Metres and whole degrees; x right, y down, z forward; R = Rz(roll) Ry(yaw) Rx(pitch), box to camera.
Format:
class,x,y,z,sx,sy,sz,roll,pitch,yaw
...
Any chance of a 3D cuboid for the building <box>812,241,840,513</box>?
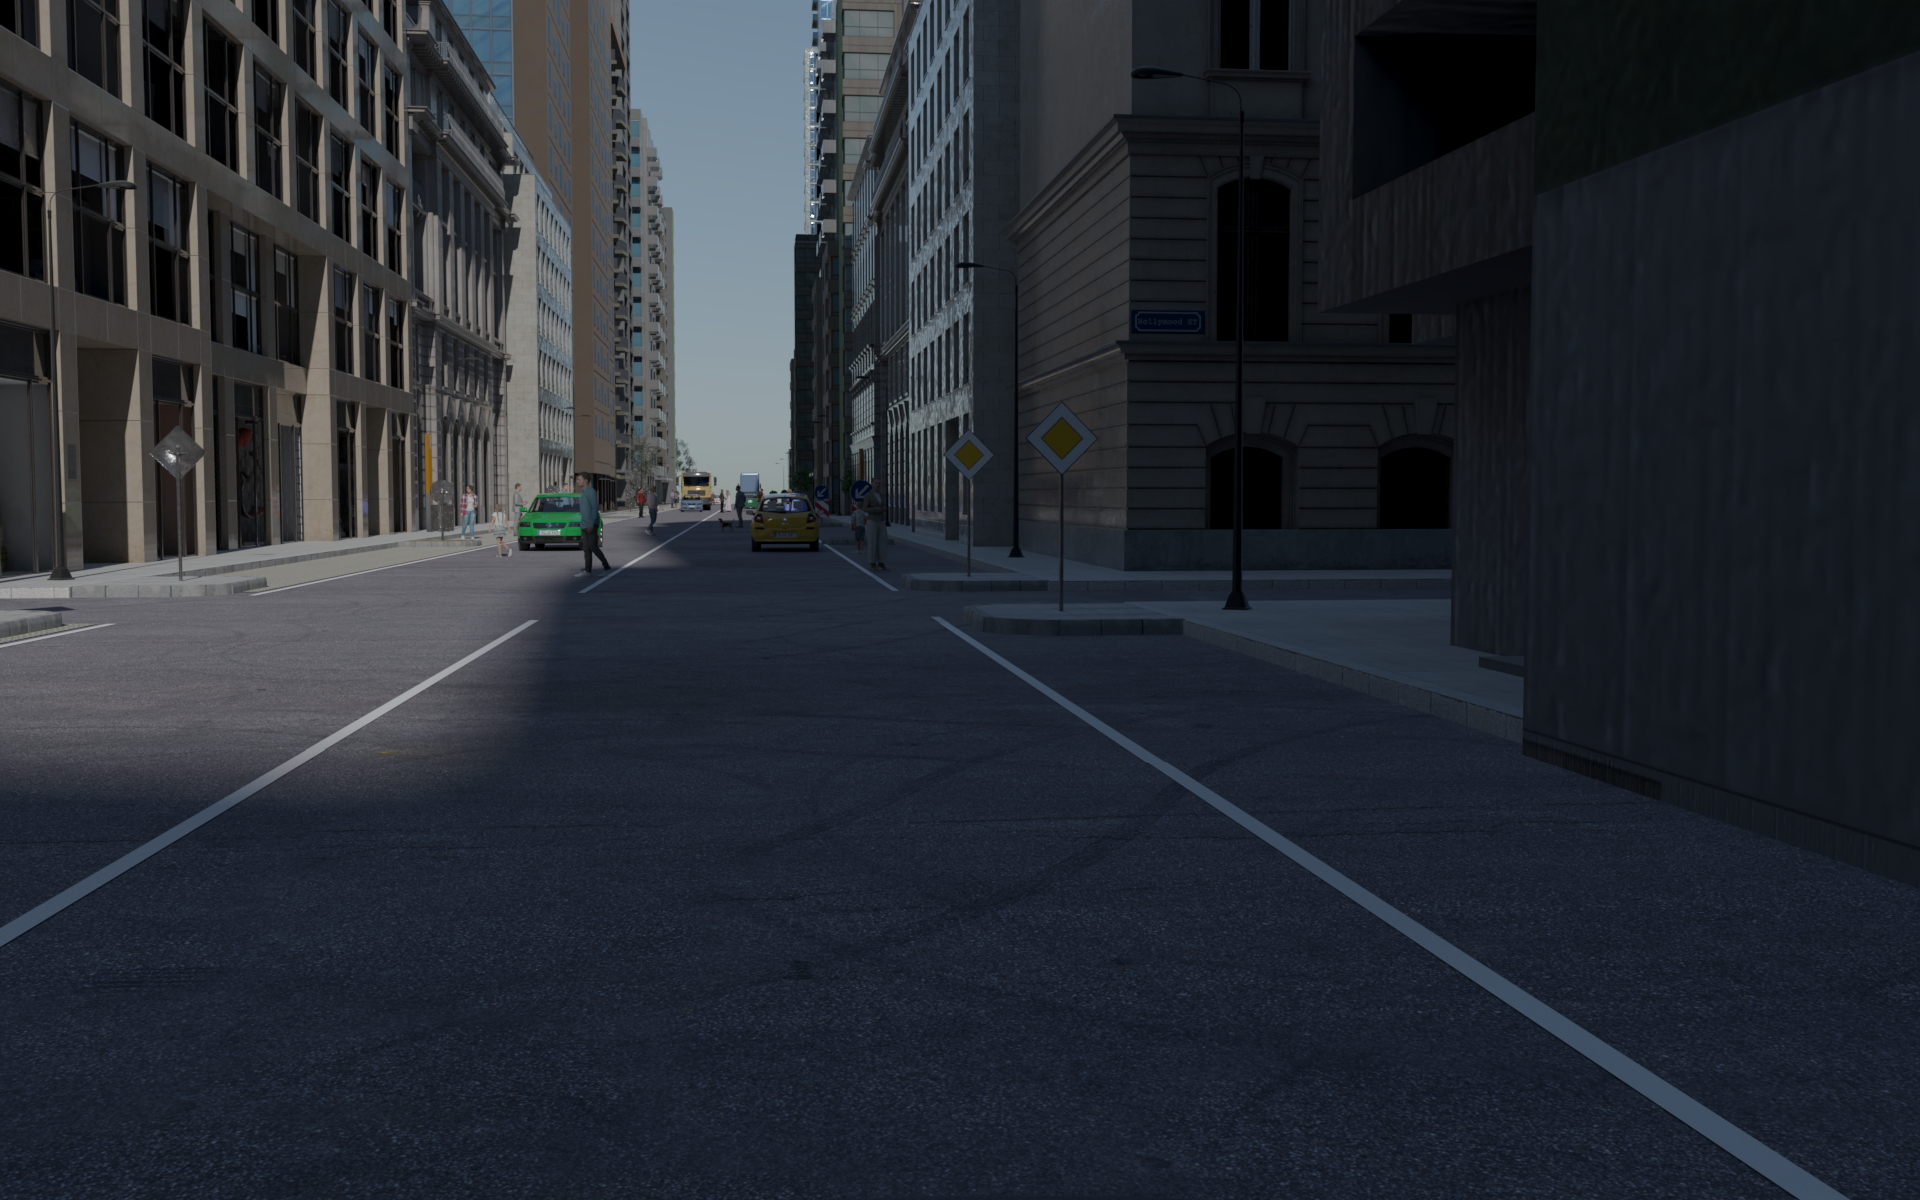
class,x,y,z,sx,sy,sz,roll,pitch,yaw
building,2.957,-17.694,134.344,27.650,21.520,28.899,0,4,-7

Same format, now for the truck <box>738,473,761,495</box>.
class,x,y,z,sx,sy,sz,roll,pitch,yaw
truck,-25.683,-13.625,212.529,2.967,4.110,18.799,0,4,-8

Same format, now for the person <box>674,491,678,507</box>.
class,x,y,z,sx,sy,sz,roll,pitch,yaw
person,-30.974,-10.944,188.227,0.721,1.735,1.217,-3,4,-36

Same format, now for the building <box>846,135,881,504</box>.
class,x,y,z,sx,sy,sz,roll,pitch,yaw
building,-0.685,-14.930,93.253,9.793,20.994,18.267,0,4,-7

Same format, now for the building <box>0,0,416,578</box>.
class,x,y,z,sx,sy,sz,roll,pitch,yaw
building,-25.887,-14.391,39.811,19.350,26.468,34.151,0,4,-7

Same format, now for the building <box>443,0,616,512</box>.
class,x,y,z,sx,sy,sz,roll,pitch,yaw
building,-34.658,-29.676,135.308,14.600,45.320,14.200,0,4,-7

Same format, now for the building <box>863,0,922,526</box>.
class,x,y,z,sx,sy,sz,roll,pitch,yaw
building,3.422,-14.059,71.671,13.314,21.916,24.055,0,4,-7

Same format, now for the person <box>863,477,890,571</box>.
class,x,y,z,sx,sy,sz,roll,pitch,yaw
person,-1.552,-1.429,32.420,0.519,1.759,0.362,-3,5,-43

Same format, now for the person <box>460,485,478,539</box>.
class,x,y,z,sx,sy,sz,roll,pitch,yaw
person,-15.438,-2.761,54.483,0.563,1.720,0.643,-2,4,-27

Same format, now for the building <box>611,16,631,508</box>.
class,x,y,z,sx,sy,sz,roll,pitch,yaw
building,-41.593,-30.673,156.132,22.147,44.769,28.867,0,4,-7

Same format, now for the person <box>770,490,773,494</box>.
class,x,y,z,sx,sy,sz,roll,pitch,yaw
person,-19.163,-10.345,177.506,0.599,1.838,0.709,2,4,27

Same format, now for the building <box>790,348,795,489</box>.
class,x,y,z,sx,sy,sz,roll,pitch,yaw
building,-7.063,-22.744,216.901,27.650,21.520,28.899,0,4,-7

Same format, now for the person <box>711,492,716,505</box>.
class,x,y,z,sx,sy,sz,roll,pitch,yaw
person,-31.298,-12.863,219.368,0.990,1.755,0.434,2,4,28

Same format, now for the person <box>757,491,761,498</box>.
class,x,y,z,sx,sy,sz,roll,pitch,yaw
person,-19.997,-9.957,172.031,0.721,1.736,1.217,2,4,35

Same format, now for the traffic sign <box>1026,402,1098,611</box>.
class,x,y,z,sx,sy,sz,roll,pitch,yaw
traffic sign,1.105,-0.935,18.922,0.795,2.450,0.064,0,4,-7

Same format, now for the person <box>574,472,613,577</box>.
class,x,y,z,sx,sy,sz,roll,pitch,yaw
person,-6.357,-1.315,30.014,0.620,1.820,0.660,-2,4,-32

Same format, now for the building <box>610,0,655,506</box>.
class,x,y,z,sx,sy,sz,roll,pitch,yaw
building,-44.487,-45.994,190.259,20.563,71.187,20.611,0,4,-7

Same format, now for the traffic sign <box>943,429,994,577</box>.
class,x,y,z,sx,sy,sz,roll,pitch,yaw
traffic sign,0.135,-1.419,26.848,0.795,2.450,0.064,0,4,-7

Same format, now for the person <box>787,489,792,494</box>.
class,x,y,z,sx,sy,sz,roll,pitch,yaw
person,-10.473,-6.035,107.687,0.721,1.766,1.217,-1,4,-14

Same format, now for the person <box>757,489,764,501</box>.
class,x,y,z,sx,sy,sz,roll,pitch,yaw
person,-14.308,-7.108,124.677,0.705,1.831,1.348,-2,4,-27

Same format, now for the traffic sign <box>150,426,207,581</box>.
class,x,y,z,sx,sy,sz,roll,pitch,yaw
traffic sign,-11.475,-1.334,25.453,0.795,2.450,0.064,0,4,-7

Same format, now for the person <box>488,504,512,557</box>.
class,x,y,z,sx,sy,sz,roll,pitch,yaw
person,-10.430,-1.573,39.230,0.382,1.210,0.505,3,5,40

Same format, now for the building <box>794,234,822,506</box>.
class,x,y,z,sx,sy,sz,roll,pitch,yaw
building,-11.566,-25.857,194.456,14.160,30.474,14.107,0,4,-7

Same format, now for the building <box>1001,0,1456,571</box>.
class,x,y,z,sx,sy,sz,roll,pitch,yaw
building,18.904,-13.215,35.147,34.723,24.649,14.460,0,4,-7

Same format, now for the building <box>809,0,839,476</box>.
class,x,y,z,sx,sy,sz,roll,pitch,yaw
building,-2.038,-33.221,162.776,23.786,49.044,30.456,0,4,-7

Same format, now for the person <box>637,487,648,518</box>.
class,x,y,z,sx,sy,sz,roll,pitch,yaw
person,-18.893,-5.771,102.794,0.705,1.831,1.348,1,4,15

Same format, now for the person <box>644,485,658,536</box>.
class,x,y,z,sx,sy,sz,roll,pitch,yaw
person,-10.635,-3.089,59.685,0.731,1.740,0.598,3,4,39

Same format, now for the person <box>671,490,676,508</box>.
class,x,y,z,sx,sy,sz,roll,pitch,yaw
person,-28.919,-10.195,175.053,0.599,1.838,0.709,0,4,5

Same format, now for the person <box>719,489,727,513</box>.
class,x,y,z,sx,sy,sz,roll,pitch,yaw
person,-18.288,-7.628,133.350,0.705,1.807,1.348,1,4,13

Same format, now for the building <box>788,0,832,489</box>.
class,x,y,z,sx,sy,sz,roll,pitch,yaw
building,-12.982,-56.981,244.311,22.319,86.520,31.000,0,4,-7

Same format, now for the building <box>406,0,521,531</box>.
class,x,y,z,sx,sy,sz,roll,pitch,yaw
building,-25.822,-13.910,69.223,13.314,21.916,24.055,0,4,-7

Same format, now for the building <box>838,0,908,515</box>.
class,x,y,z,sx,sy,sz,roll,pitch,yaw
building,-0.887,-26.181,111.662,14.154,41.232,14.086,0,4,-7

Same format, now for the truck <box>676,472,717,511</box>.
class,x,y,z,sx,sy,sz,roll,pitch,yaw
truck,-23.146,-9.547,152.019,3.469,3.379,9.791,-1,4,-9

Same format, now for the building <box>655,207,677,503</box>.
class,x,y,z,sx,sy,sz,roll,pitch,yaw
building,-46.759,-33.983,239.211,14.154,41.232,14.086,0,4,-7

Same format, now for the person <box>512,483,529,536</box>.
class,x,y,z,sx,sy,sz,roll,pitch,yaw
person,-14.806,-3.038,58.369,0.583,1.804,0.606,-1,4,-18

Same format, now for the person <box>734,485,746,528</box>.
class,x,y,z,sx,sy,sz,roll,pitch,yaw
person,-9.438,-4.011,74.180,0.391,1.810,0.635,1,4,17

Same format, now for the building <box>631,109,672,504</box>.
class,x,y,z,sx,sy,sz,roll,pitch,yaw
building,-48.500,-36.484,216.121,23.786,49.044,30.456,0,4,-7

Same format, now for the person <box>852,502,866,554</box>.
class,x,y,z,sx,sy,sz,roll,pitch,yaw
person,-2.425,-1.731,41.485,0.332,1.250,0.352,1,4,11

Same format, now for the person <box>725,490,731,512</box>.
class,x,y,z,sx,sy,sz,roll,pitch,yaw
person,-18.578,-7.917,138.614,0.621,1.740,0.551,-3,4,-36

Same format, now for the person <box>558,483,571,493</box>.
class,x,y,z,sx,sy,sz,roll,pitch,yaw
person,-14.490,-3.379,63.616,0.638,1.841,0.748,0,4,4

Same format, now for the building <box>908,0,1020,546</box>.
class,x,y,z,sx,sy,sz,roll,pitch,yaw
building,4.454,-11.980,50.618,10.420,20.320,16.860,0,4,-7
